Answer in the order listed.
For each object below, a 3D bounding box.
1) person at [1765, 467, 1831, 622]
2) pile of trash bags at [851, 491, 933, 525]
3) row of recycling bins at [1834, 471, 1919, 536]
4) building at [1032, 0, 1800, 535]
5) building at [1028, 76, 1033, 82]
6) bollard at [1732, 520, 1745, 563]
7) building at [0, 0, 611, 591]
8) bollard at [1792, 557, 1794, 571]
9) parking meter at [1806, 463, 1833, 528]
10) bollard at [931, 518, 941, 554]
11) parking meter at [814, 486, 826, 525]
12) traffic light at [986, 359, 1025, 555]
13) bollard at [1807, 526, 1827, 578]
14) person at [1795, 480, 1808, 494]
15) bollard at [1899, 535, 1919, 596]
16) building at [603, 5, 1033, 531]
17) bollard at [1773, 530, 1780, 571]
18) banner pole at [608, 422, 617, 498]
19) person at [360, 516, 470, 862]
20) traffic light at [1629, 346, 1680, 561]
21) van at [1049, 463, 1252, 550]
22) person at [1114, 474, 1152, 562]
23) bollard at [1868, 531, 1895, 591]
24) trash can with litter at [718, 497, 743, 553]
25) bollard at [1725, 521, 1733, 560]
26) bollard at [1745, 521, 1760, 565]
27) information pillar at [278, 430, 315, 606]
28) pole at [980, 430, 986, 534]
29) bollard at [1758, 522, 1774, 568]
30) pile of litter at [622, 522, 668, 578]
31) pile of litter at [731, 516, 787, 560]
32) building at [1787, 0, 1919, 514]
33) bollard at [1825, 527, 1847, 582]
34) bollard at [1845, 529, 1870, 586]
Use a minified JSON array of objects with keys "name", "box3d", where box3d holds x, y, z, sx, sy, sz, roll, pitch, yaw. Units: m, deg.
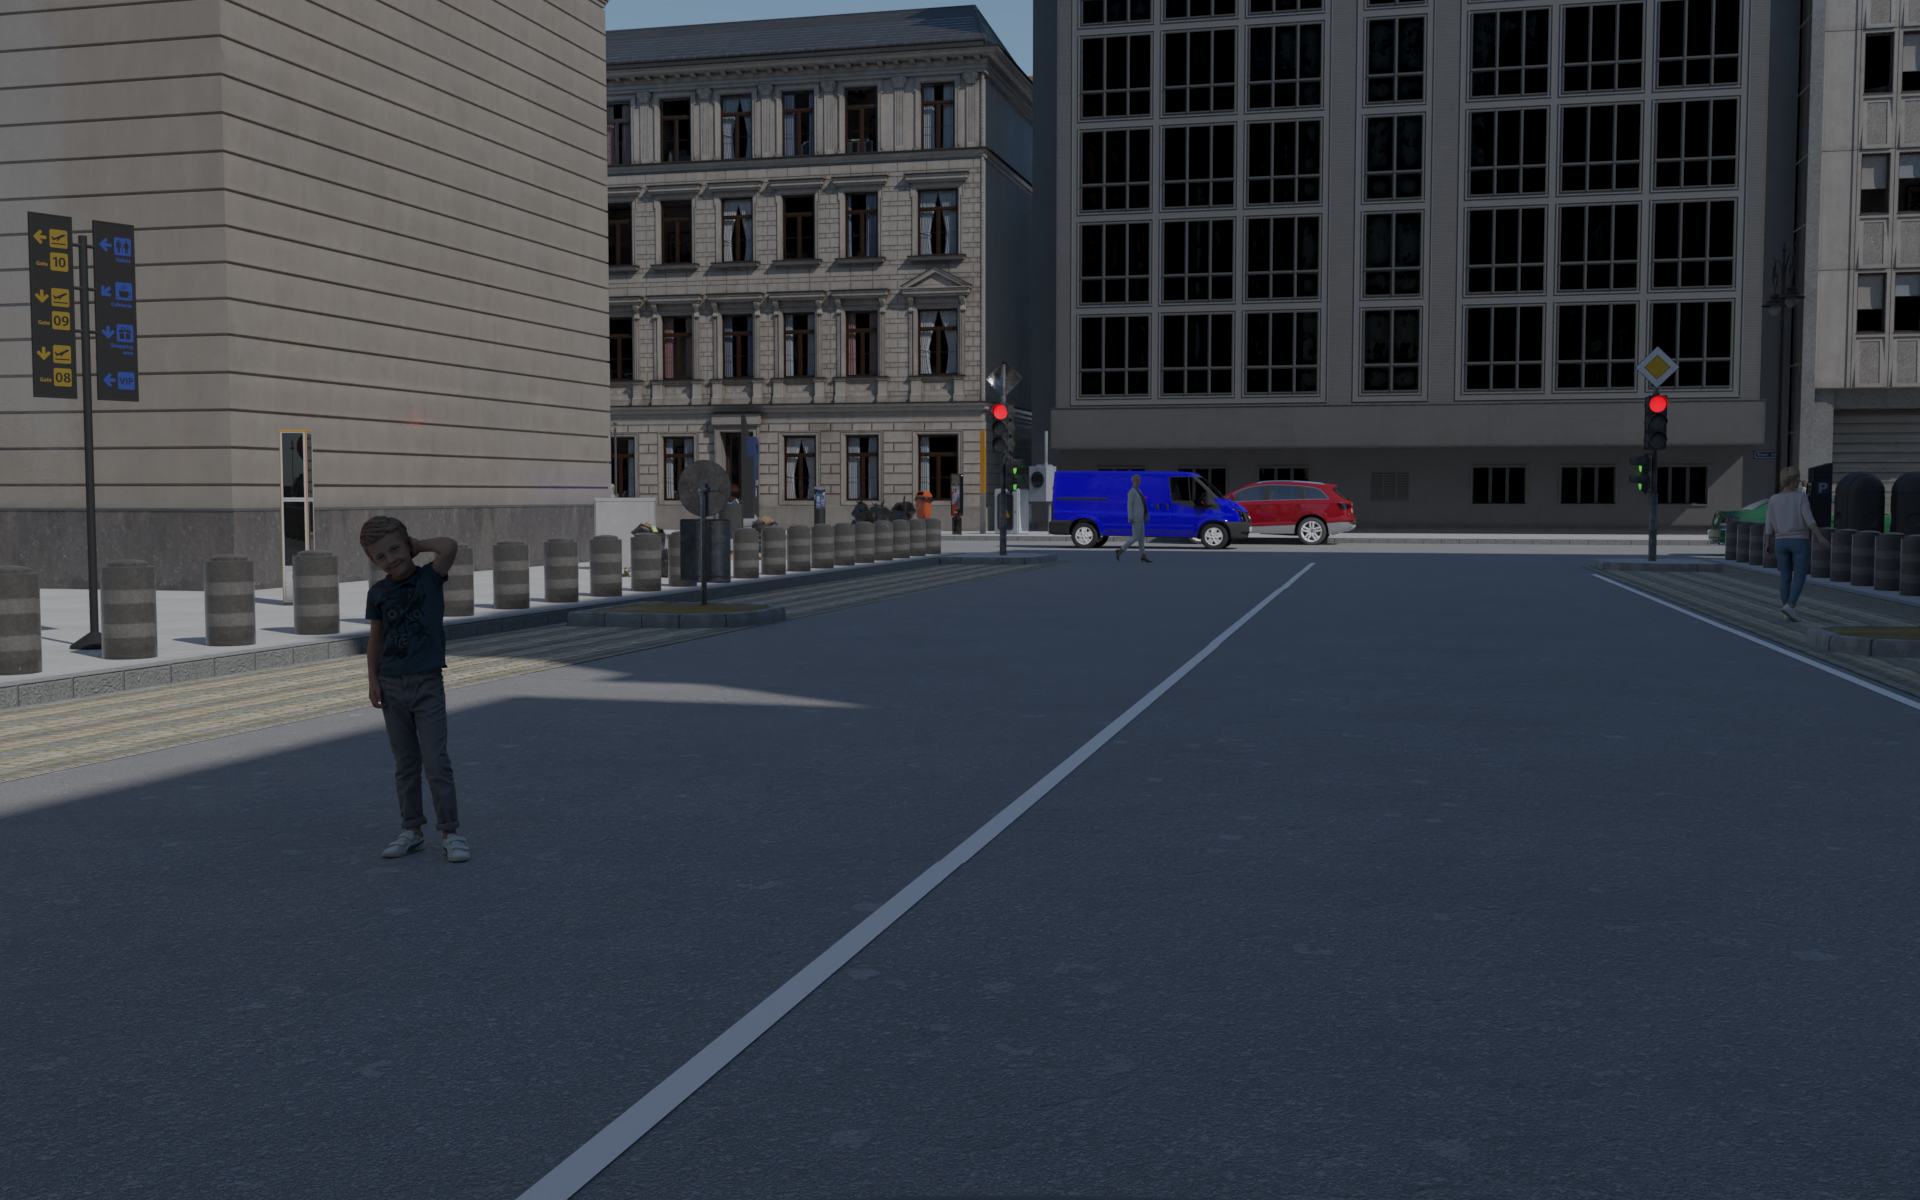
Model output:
[{"name":"person","box3d":[9.347,-0.625,19.385,0.731,1.740,0.598,3,5,39]},{"name":"pile of trash bags","box3d":[-2.157,-2.908,57.300,3.447,1.369,1.912,3,5,45]},{"name":"row of recycling bins","box3d":[17.685,-1.468,31.114,3.534,1.692,1.069,1,4,22]},{"name":"building","box3d":[15.311,-16.353,60.880,24.014,27.812,14.314,1,4,14]},{"name":"building","box3d":[15.887,-32.157,180.398,28.867,44.769,22.147,1,4,14]},{"name":"bollard","box3d":[14.768,-1.083,32.428,0.404,0.777,0.398,0,3,0]},{"name":"building","box3d":[-19.839,-14.262,30.446,25.104,27.353,12.463,1,4,14]},{"name":"bollard","box3d":[13.587,-0.797,27.744,0.404,0.777,0.398,0,3,0]},{"name":"parking meter","box3d":[16.064,-1.633,32.409,0.399,1.863,0.255,0,4,3]},{"name":"bollard","box3d":[-0.605,-1.361,36.976,0.404,0.777,0.398,0,3,0]},{"name":"parking meter","box3d":[-4.567,-2.936,56.420,0.372,1.533,0.369,0,3,0]},{"name":"traffic light","box3d":[0.920,-2.890,36.168,0.839,4.253,0.868,1,4,14]},{"name":"bollard","box3d":[13.290,-0.725,26.577,0.404,0.777,0.398,0,3,0]},{"name":"person","box3d":[22.630,-2.318,46.524,0.853,1.813,0.709,-1,4,-19]},{"name":"bollard","box3d":[12.109,-0.438,21.886,0.404,0.777,0.398,0,3,0]},{"name":"building","box3d":[-6.771,-12.289,65.552,19.286,19.102,10.561,1,4,14]},{"name":"bollard","box3d":[13.885,-0.869,28.926,0.404,0.777,0.398,0,3,0]},{"name":"banner pole","box3d":[-12.081,-4.266,59.769,0.863,3.779,0.401,-3,5,-42]},{"name":"person","box3d":[-2.144,0.341,6.833,0.435,1.345,0.340,0,4,-5]},{"name":"traffic light","box3d":[13.251,-2.701,33.087,0.839,4.253,0.868,1,4,14]},{"name":"van","box3d":[5.063,-2.534,45.811,5.245,2.365,2.240,1,4,15]},{"name":"person","box3d":[3.633,-1.704,36.236,0.818,1.842,0.514,0,4,5]},{"name":"bollard","box3d":[12.406,-0.511,23.068,0.404,0.777,0.398,0,3,0]},{"name":"trash can with litter","box3d":[-4.448,-1.561,36.584,2.233,1.210,1.678,0,4,-5]},{"name":"bollard","box3d":[15.066,-1.155,33.598,0.404,0.777,0.398,0,3,0]},{"name":"bollard","box3d":[14.472,-1.012,31.257,0.404,0.777,0.398,0,3,0]},{"name":"information pillar","box3d":[-7.642,-0.947,19.983,0.304,2.012,0.304,0,4,-7]},{"name":"pole","box3d":[0.734,-3.769,55.470,0.158,3.312,0.155,0,3,0]},{"name":"bollard","box3d":[14.179,-0.940,30.091,0.404,0.777,0.398,0,3,0]},{"name":"pile of litter","box3d":[-4.712,-0.799,27.032,1.719,0.858,1.176,3,4,37]},{"name":"pile of litter","box3d":[-3.863,-1.216,33.853,1.719,0.858,1.176,1,4,18]},{"name":"building","box3d":[36.530,-14.510,55.262,19.932,24.808,12.078,1,4,14]},{"name":"bollard","box3d":[12.995,-0.653,25.398,0.404,0.777,0.398,0,3,0]},{"name":"bollard","box3d":[12.699,-0.582,24.233,0.404,0.777,0.398,0,3,0]}]
